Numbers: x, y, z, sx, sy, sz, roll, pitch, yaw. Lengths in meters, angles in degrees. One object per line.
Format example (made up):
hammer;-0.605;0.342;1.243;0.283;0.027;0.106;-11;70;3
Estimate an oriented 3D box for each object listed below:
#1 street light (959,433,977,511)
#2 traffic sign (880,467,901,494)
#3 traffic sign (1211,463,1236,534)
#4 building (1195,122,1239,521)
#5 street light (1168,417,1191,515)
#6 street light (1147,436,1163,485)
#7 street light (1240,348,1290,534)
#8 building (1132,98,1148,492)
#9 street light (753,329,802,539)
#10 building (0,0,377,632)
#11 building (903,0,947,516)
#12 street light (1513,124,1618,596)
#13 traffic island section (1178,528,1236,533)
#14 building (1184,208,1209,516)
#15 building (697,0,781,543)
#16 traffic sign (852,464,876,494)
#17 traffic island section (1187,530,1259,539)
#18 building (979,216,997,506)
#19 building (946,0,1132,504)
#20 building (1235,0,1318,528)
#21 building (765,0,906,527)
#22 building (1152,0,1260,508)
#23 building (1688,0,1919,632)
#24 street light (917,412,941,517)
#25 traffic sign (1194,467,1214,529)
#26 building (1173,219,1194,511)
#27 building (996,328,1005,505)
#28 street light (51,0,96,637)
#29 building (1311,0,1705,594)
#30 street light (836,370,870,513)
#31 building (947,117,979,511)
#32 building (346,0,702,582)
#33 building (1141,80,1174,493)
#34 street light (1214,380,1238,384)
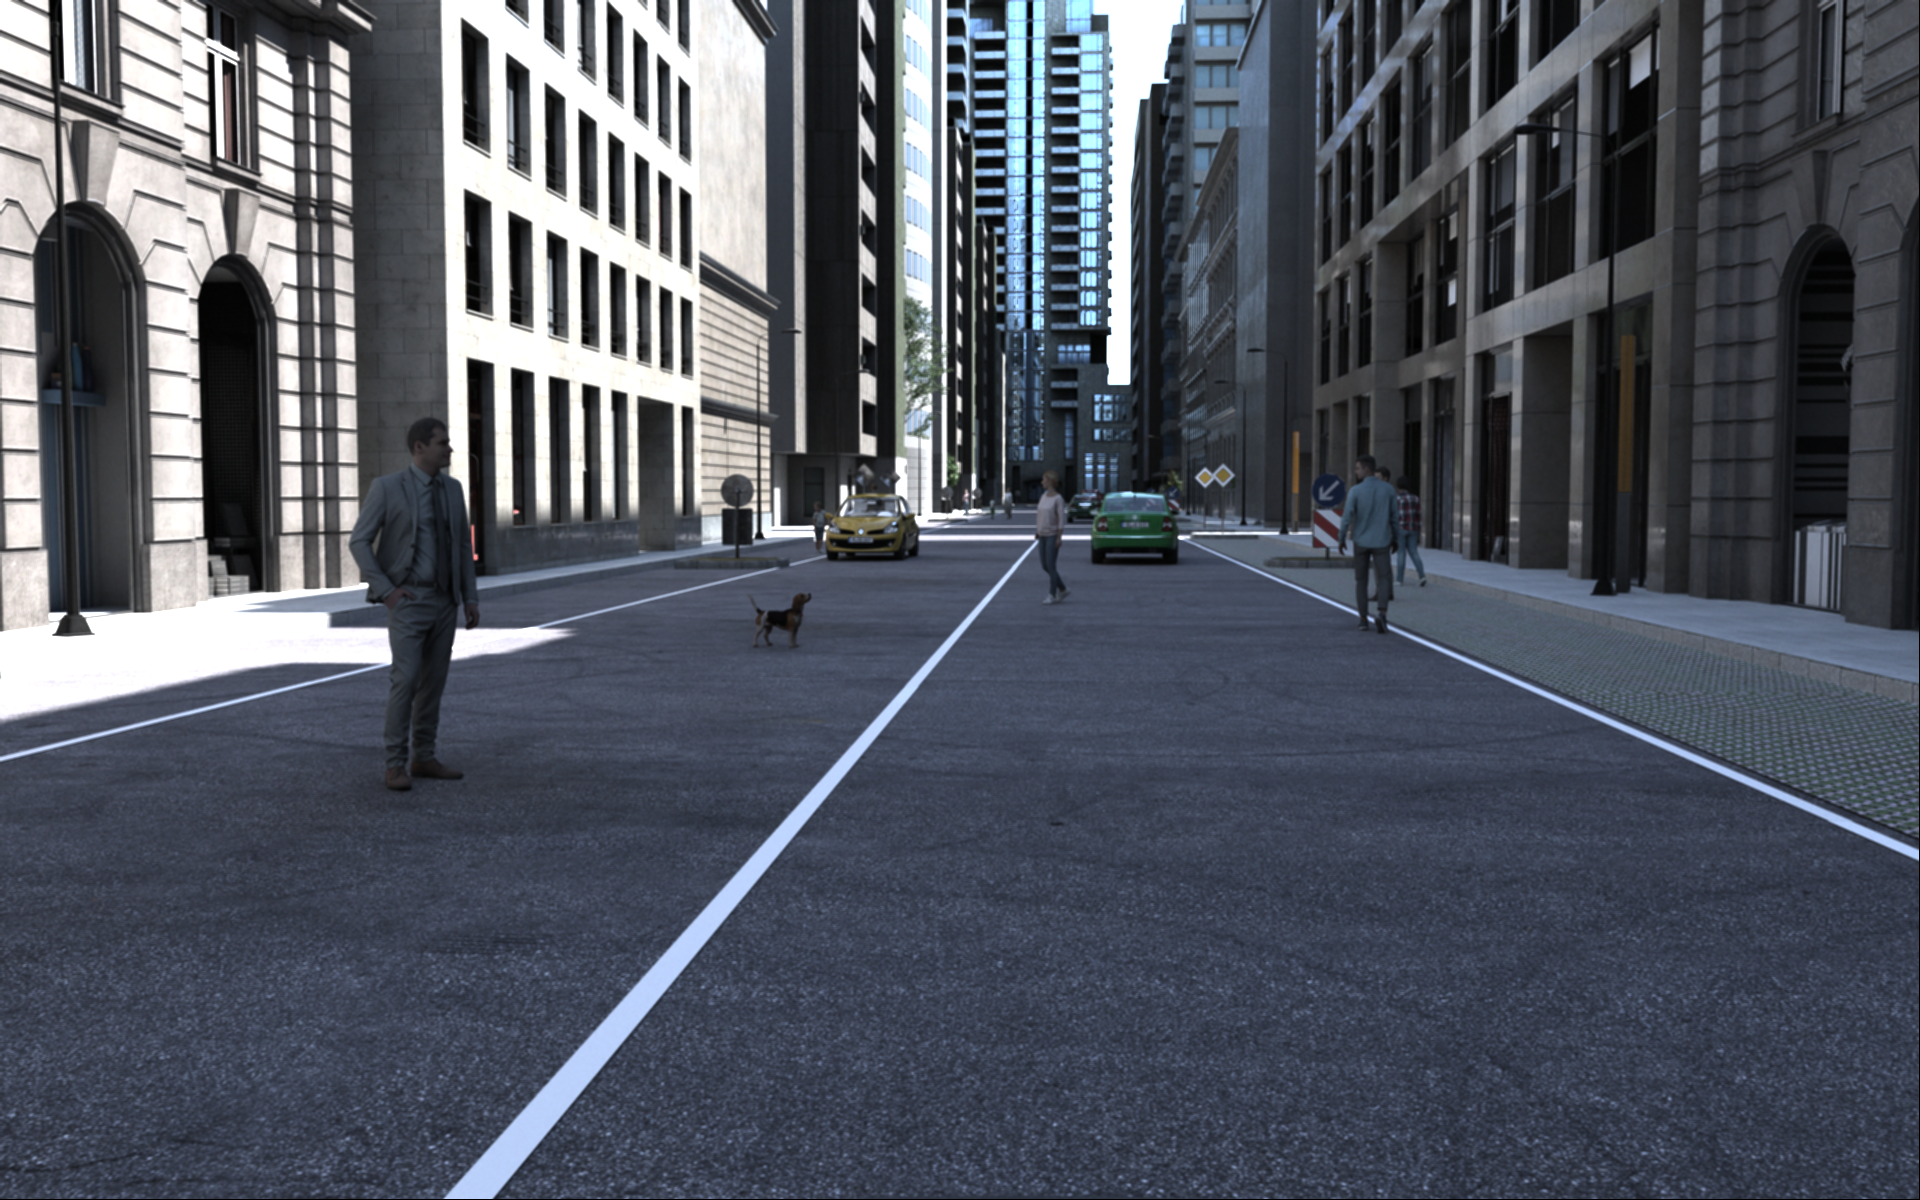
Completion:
street light;0.590;-9.744;131.860;1.470;5.913;1.316;0;4;4
traffic sign;-2.609;-3.744;64.862;0.795;2.450;0.064;0;4;4
traffic sign;8.512;-3.207;56.080;0.795;2.450;0.064;0;4;4
building;18.698;-15.526;90.004;11.583;22.565;21.152;0;4;4
street light;13.271;-8.081;104.666;1.470;5.913;1.316;0;4;4
street light;15.633;-10.146;138.426;1.470;5.913;1.316;0;4;4
street light;9.830;-5.060;55.272;1.470;5.913;1.316;0;4;4
building;31.227;-35.412;202.695;21.300;48.544;21.600;0;4;4
street light;-5.147;-4.669;48.874;1.470;5.913;1.316;0;4;4
building;-14.968;-10.428;12.302;13.314;21.916;24.055;0;4;4
building;-12.330;-34.347;103.581;21.231;58.520;28.212;0;4;4
street light;7.640;-3.017;21.865;1.470;5.913;1.316;0;4;4
traffic island section;9.081;-2.559;64.122;2.009;0.180;2.903;0;4;4
building;19.612;-15.936;109.709;9.793;20.994;18.267;0;4;4
building;-23.284;-14.179;50.917;34.723;24.649;14.460;0;4;4
traffic sign;-3.154;-3.257;56.896;0.795;2.450;0.064;0;4;4
traffic island section;8.536;-2.072;56.156;2.009;0.180;2.903;0;4;4
building;-3.548;-24.932;179.336;14.160;30.474;14.107;0;4;4
building;7.370;-56.250;232.352;31.000;86.520;22.319;0;4;4
building;26.708;-15.281;68.904;30.058;24.678;14.314;0;4;4
building;-9.915;-18.371;72.061;14.160;30.474;14.107;0;4;4
building;30.467;-33.186;162.192;23.786;49.044;30.456;0;4;4
building;14.214;-10.238;9.199;13.314;21.916;24.055;0;4;4
street light;-1.753;-7.699;98.425;1.470;5.913;1.316;0;4;4
traffic sign;9.057;-3.694;64.047;0.795;2.450;0.064;0;4;4
building;21.869;-18.331;128.592;11.050;23.489;19.941;0;4;4
building;-9.740;-21.953;203.970;28.899;21.520;27.650;0;4;4
street light;-7.494;-2.626;15.478;1.470;5.913;1.316;0;4;4
building;19.811;-14.268;37.795;19.350;26.468;34.151;0;4;4
street light;-4.070;-5.642;64.780;1.470;5.913;1.316;0;4;4
building;-6.205;-22.110;133.192;14.160;30.474;14.107;0;4;4
building;-11.992;-10.918;33.266;10.420;20.320;16.860;0;4;4
building;26.930;-32.726;185.178;14.600;45.320;14.200;0;4;4
street light;11.067;-6.008;70.774;1.470;5.913;1.316;0;4;4
